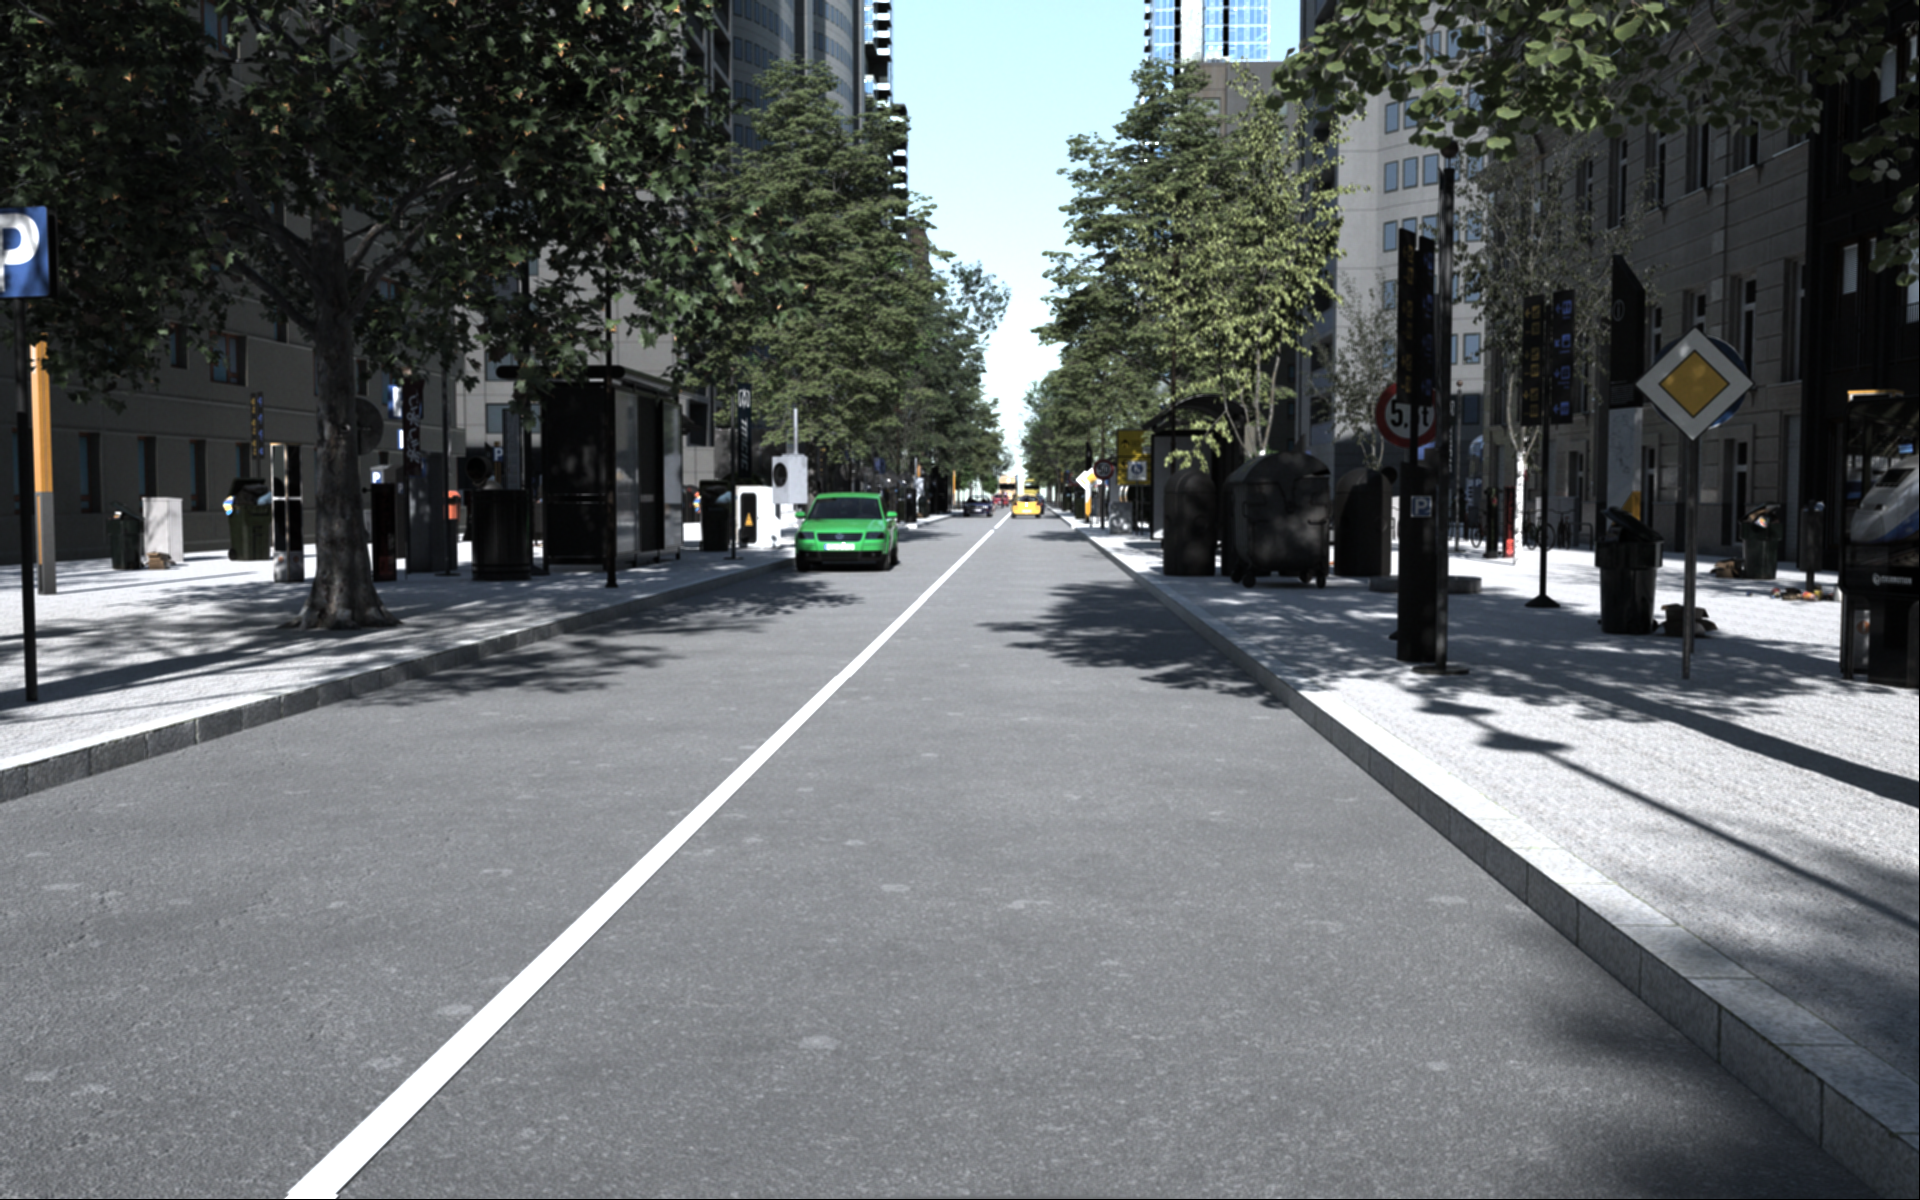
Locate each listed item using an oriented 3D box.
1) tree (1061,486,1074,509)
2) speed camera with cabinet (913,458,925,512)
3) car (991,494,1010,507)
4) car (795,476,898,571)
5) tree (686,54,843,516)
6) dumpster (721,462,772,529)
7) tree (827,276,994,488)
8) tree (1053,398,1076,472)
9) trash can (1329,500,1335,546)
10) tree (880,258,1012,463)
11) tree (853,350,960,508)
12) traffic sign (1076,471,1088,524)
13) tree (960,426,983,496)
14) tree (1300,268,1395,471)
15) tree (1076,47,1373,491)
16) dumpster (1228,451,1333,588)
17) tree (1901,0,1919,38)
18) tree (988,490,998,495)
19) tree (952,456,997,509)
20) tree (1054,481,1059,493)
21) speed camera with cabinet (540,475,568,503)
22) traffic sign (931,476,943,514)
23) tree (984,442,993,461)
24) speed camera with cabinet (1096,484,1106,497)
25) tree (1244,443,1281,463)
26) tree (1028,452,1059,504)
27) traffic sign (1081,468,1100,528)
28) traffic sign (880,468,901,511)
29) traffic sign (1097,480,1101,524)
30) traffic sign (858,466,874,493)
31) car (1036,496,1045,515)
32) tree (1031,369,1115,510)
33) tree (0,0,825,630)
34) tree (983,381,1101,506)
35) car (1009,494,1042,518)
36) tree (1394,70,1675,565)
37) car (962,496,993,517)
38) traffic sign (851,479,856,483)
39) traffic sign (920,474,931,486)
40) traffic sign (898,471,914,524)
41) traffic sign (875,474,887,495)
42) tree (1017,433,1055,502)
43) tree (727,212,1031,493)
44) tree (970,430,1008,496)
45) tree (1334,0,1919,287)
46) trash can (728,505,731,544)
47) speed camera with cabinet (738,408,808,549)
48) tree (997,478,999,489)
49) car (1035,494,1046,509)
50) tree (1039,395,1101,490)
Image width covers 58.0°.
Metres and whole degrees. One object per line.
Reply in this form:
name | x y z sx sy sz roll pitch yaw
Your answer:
tree | 10.132 -9.625 151.967 1.663 3.219 1.824 0 3 0
speed camera with cabinet | -2.273 -6.058 93.384 0.660 3.252 2.038 0 4 6
car | 4.662 -11.512 197.254 2.155 1.783 4.494 0 4 3
car | -2.164 -1.522 33.689 1.959 1.807 4.718 0 4 1
tree | -3.975 -7.815 45.898 7.486 12.596 7.792 0 3 0
dumpster | -6.412 -3.012 51.736 1.502 2.255 1.985 0 4 2
tree | -2.838 -11.869 100.720 9.857 13.997 8.962 0 3 0
tree | 9.031 -11.060 131.197 4.737 8.622 4.395 0 3 0
trash can | 9.135 -1.935 43.293 0.748 1.137 0.748 0 3 0
tree | -2.975 -16.749 129.739 12.611 20.169 13.585 0 3 0
tree | -2.970 -8.226 84.858 4.360 8.622 3.978 0 3 0
traffic sign | 5.341 -4.304 74.007 0.795 2.450 0.064 0 4 2
tree | -0.872 -12.540 155.399 4.360 8.622 3.978 0 3 0
tree | 13.130 -6.440 55.651 4.360 8.622 3.978 0 3 0
tree | 4.896 -4.807 28.961 4.737 8.622 4.395 0 3 0
dumpster | 4.482 -1.132 24.261 1.264 1.857 1.865 0 4 2
tree | 10.783 -3.961 15.117 4.360 8.622 3.978 0 3 0
tree | 5.265 -17.178 275.459 1.663 3.219 1.824 0 3 0
tree | -0.111 -9.872 145.118 4.285 4.588 4.351 0 3 0
tree | 12.691 -13.784 219.977 1.663 3.219 1.824 0 3 0
speed camera with cabinet | -19.287 -5.375 82.225 0.660 3.252 2.038 -3 4 -36
traffic sign | -1.504 -6.781 112.049 0.795 2.450 0.064 1 4 12
tree | 2.039 -15.546 204.544 4.360 8.622 3.978 0 3 0
speed camera with cabinet | 9.610 -8.067 126.237 2.038 3.252 0.660 1 4 9
tree | 19.222 -7.625 108.374 4.285 4.588 4.351 0 3 0
tree | 13.268 -18.383 234.978 8.767 10.594 7.601 -1 4 -17
traffic sign | 5.017 -3.816 66.029 0.795 2.450 0.064 0 4 2
traffic sign | -2.670 -3.836 66.360 0.795 2.450 0.064 0 4 2
traffic sign | 5.799 -4.336 73.030 0.606 2.300 0.079 0 4 6
traffic sign | -4.321 -4.835 79.152 0.768 2.556 0.104 1 4 11
car | 5.059 -6.722 122.483 1.945 1.354 3.894 0 4 1
tree | 8.756 -13.136 140.521 9.928 11.665 9.643 0 3 0
tree | -6.108 -6.081 16.429 9.611 12.733 9.660 0 3 0
tree | 10.314 -16.515 180.397 12.009 13.543 11.850 0 3 0
car | 3.935 -5.703 103.463 2.015 1.641 3.980 0 4 1
tree | 10.297 -4.929 30.949 4.360 8.622 3.978 0 3 0
car | 1.135 -5.870 108.554 1.945 1.354 3.894 0 4 3
traffic sign | -5.115 -4.884 79.965 0.768 2.556 0.104 1 4 8
traffic sign | -2.241 -6.692 109.522 0.768 2.556 0.104 0 4 7
traffic sign | -2.346 -4.324 74.339 0.795 2.450 0.064 0 4 2
traffic sign | -4.076 -5.339 89.425 0.606 2.300 0.079 0 4 5
tree | 14.857 -23.639 293.151 9.857 13.997 8.962 0 3 0
tree | -4.520 -8.294 61.360 9.928 11.665 9.643 0 3 0
tree | 2.630 -17.875 226.666 7.601 10.594 8.767 -1 4 -15
tree | 3.709 -5.375 6.014 7.486 12.596 7.792 0 3 0
trash can | -5.933 -1.883 42.436 0.748 1.137 0.748 0 3 0
speed camera with cabinet | -4.392 -2.822 40.476 0.660 3.252 2.038 -3 5 -42
tree | 4.349 -16.630 255.605 4.285 4.588 4.351 0 3 0
car | 7.409 -9.578 168.599 2.014 1.417 4.499 0 4 2
tree | 7.534 -9.849 111.397 4.360 8.622 3.978 0 3 0
